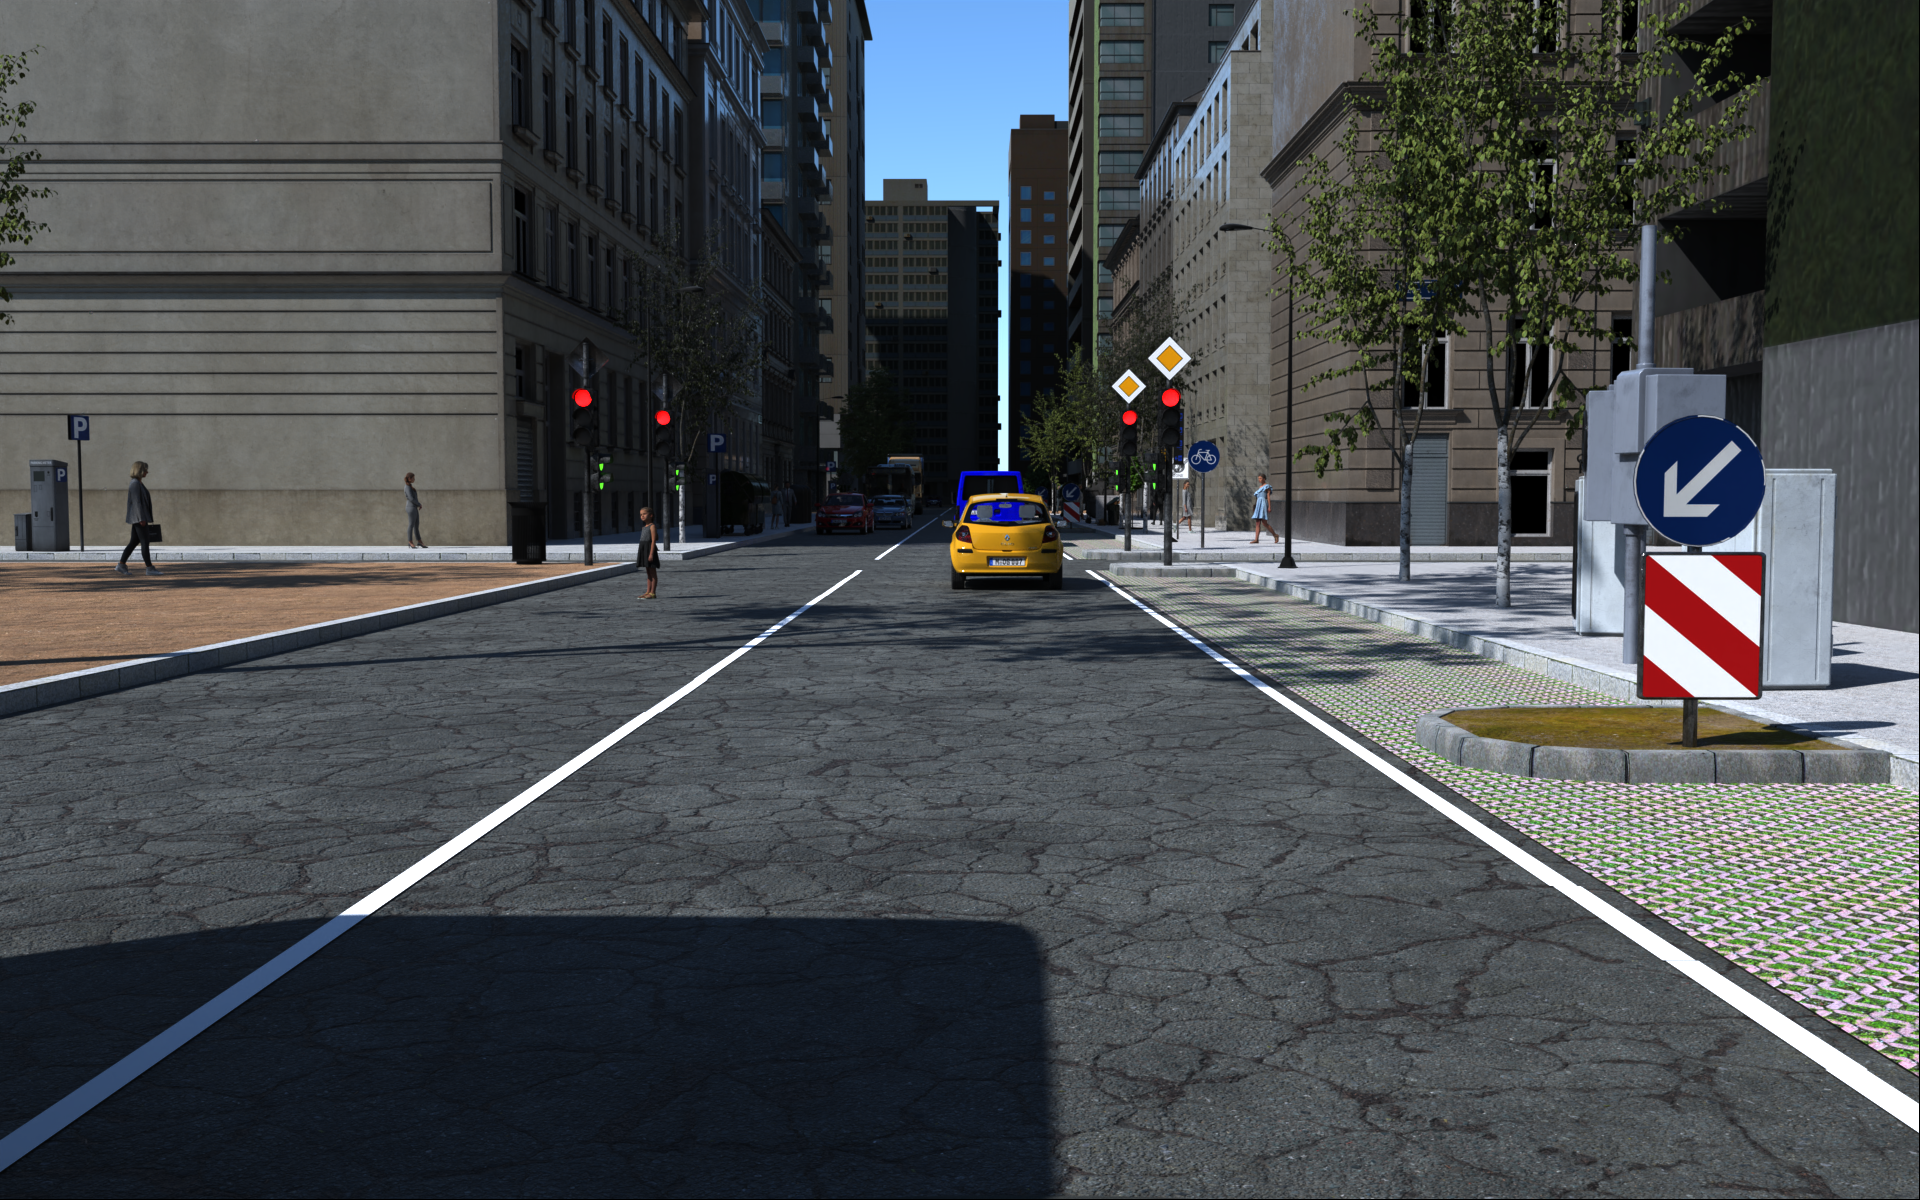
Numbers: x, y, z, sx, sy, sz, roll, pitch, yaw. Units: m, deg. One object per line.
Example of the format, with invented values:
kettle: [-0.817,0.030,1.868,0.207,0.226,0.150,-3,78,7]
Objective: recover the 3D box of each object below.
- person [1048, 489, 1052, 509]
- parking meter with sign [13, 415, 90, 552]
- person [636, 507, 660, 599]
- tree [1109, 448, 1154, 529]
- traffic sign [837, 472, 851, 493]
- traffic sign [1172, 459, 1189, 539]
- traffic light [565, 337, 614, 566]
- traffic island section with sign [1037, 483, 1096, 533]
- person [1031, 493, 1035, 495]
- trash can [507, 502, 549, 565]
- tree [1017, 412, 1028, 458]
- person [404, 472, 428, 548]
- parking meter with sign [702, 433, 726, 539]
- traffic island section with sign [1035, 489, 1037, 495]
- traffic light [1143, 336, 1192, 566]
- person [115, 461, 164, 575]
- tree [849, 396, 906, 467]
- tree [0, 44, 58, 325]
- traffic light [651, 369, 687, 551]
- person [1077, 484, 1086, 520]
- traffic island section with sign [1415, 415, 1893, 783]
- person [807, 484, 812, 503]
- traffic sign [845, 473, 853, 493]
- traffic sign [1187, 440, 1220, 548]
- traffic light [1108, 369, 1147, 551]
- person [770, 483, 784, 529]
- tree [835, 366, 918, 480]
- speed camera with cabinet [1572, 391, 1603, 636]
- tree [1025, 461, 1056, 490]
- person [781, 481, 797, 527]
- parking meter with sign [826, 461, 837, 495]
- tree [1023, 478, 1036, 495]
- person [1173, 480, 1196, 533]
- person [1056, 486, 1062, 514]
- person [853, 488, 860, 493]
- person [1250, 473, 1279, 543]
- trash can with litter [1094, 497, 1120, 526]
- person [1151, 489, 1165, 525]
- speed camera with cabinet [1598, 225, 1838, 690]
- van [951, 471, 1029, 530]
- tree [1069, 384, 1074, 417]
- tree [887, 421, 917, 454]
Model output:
person: [7.885,-8.798,150.608,1.217,1.735,0.721,0,4,7]
parking meter with sign: [-20.338,-2.595,38.687,1.738,3.016,0.543,1,4,15]
person: [-4.273,-0.642,23.674,0.373,1.253,0.362,-2,4,-33]
tree: [6.199,-4.216,63.532,1.663,3.219,1.824,0,3,0]
traffic sign: [-6.802,-6.175,100.961,0.884,2.594,0.081,0,4,6]
traffic sign: [6.172,-2.868,49.029,0.606,2.300,0.079,0,4,2]
traffic light: [-6.653,-2.573,30.995,0.839,4.253,0.868,0,4,0]
traffic island section with sign: [3.974,-3.395,64.143,1.989,1.847,2.006,0,4,0]
person: [7.748,-10.781,183.117,0.445,1.727,0.742,1,4,19]
trash can: [-7.881,-1.223,31.652,0.748,1.137,0.748,0,3,0]
tree: [6.308,-10.430,120.896,4.737,8.622,4.395,0,3,0]
person: [-12.829,-2.114,40.884,0.573,1.790,0.520,-2,4,-29]
parking meter with sign: [-7.253,-3.328,50.679,0.543,3.016,1.738,-1,4,-18]
traffic island section with sign: [4.153,-5.044,91.098,1.989,1.847,2.006,0,4,0]
traffic light: [3.708,-2.570,30.940,0.839,4.253,0.868,0,4,0]
person: [-12.976,-1.293,27.374,0.728,1.800,0.709,-1,4,-16]
tree: [-6.252,-11.033,130.753,4.737,8.622,4.395,0,3,0]
tree: [-13.997,-4.389,22.127,4.737,8.622,4.395,0,3,0]
traffic light: [-6.598,-3.062,38.980,0.839,4.253,0.868,0,4,0]
person: [5.901,-4.854,85.763,0.624,1.780,0.694,2,4,24]
traffic island section with sign: [3.607,-0.051,9.463,1.989,1.847,2.006,0,4,0]
person: [-8.092,-5.205,91.413,0.573,1.790,0.520,0,4,7]
traffic sign: [-6.693,-6.262,102.483,0.768,2.556,0.104,0,4,5]
traffic sign: [5.785,-2.515,41.225,0.768,2.556,0.104,0,4,1]
traffic light: [3.763,-3.058,38.925,0.839,4.253,0.868,0,4,0]
person: [-6.706,-3.434,63.198,0.512,1.701,0.522,1,4,14]
tree: [-7.346,-14.371,153.085,7.486,12.596,7.792,0,3,0]
speed camera with cabinet: [5.818,-1.290,15.420,0.660,3.252,2.038,1,4,17]
tree: [7.612,-10.953,162.799,4.285,4.588,4.351,0,3,0]
person: [-6.740,-3.752,67.656,0.678,1.792,0.850,-1,4,-11]
parking meter with sign: [-6.748,-5.816,91.350,0.543,3.016,1.738,-1,4,-8]
tree: [7.453,-11.215,177.959,1.663,3.219,1.824,0,3,0]
person: [7.368,-3.050,56.662,0.760,1.731,0.466,-1,4,-19]
person: [6.482,-6.449,111.662,0.661,1.801,0.590,-3,5,-43]
person: [-7.758,-7.475,129.067,0.445,1.727,0.742,2,4,31]
person: [7.837,-2.362,44.761,0.778,1.811,0.616,-1,4,-14]
trash can with litter: [6.044,-3.615,70.500,1.055,1.170,0.624,-1,4,-14]
person: [8.212,-4.047,71.988,0.659,1.850,0.755,-1,4,-17]
speed camera with cabinet: [5.335,-1.092,12.198,0.660,3.252,2.038,0,4,-6]
van: [0.844,-2.681,48.212,2.240,2.365,5.245,0,4,1]
tree: [6.298,-7.176,67.694,4.360,8.622,3.978,0,3,0]
tree: [-6.373,-13.818,176.290,4.360,8.622,3.978,0,3,0]
